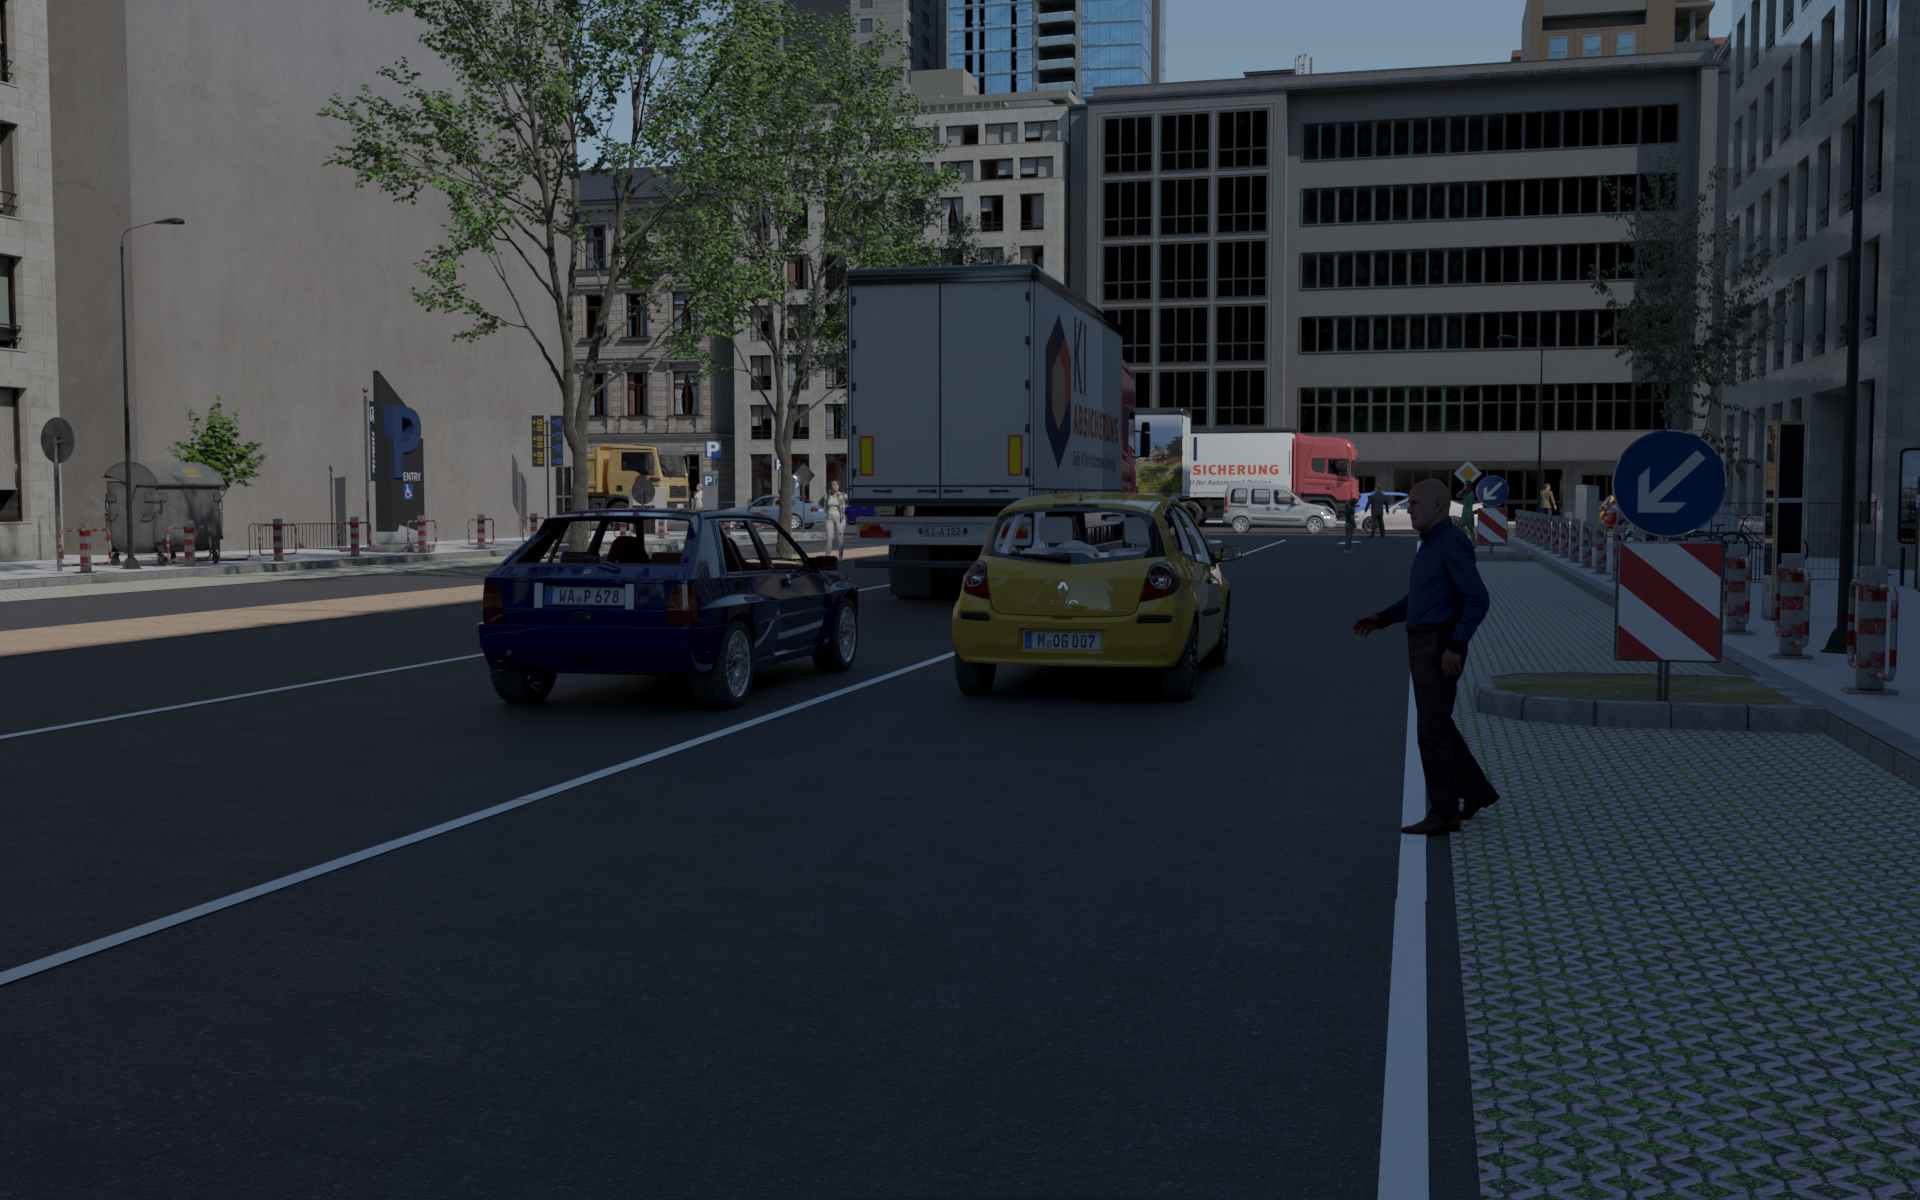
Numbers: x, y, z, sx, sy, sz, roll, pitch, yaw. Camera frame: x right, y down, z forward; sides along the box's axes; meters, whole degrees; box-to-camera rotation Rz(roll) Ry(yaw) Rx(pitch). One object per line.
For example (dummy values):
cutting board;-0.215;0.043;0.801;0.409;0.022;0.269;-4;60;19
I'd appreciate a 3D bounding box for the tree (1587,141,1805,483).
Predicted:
tree;15.121;-5.253;36.249;4.360;8.622;3.978;0;3;0

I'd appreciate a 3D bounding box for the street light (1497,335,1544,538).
street light;16.392;-4.776;50.635;1.470;5.913;1.316;1;4;15

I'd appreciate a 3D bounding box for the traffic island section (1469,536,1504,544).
traffic island section;14.981;-1.765;51.134;2.009;0.180;2.903;1;4;15

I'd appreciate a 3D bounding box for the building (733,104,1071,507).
building;-1.978;-14.416;90.457;16.860;20.320;10.420;1;4;15

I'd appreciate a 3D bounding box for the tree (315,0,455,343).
tree;-5.988;-6.042;27.005;9.928;11.665;9.643;0;3;0

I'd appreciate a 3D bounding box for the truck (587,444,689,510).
truck;-14.825;-4.452;68.720;9.791;3.379;3.469;1;4;17

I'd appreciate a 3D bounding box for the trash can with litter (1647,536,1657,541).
trash can with litter;17.583;-1.973;43.643;0.624;1.170;1.055;-1;4;-8

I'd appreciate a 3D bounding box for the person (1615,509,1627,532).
person;21.535;-2.900;56.249;0.599;1.781;0.374;1;4;22

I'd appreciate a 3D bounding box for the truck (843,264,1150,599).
truck;0.997;-2.318;26.813;2.839;4.237;11.283;1;4;13

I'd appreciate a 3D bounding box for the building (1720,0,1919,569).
building;22.902;-11.070;35.739;10.420;20.320;16.860;1;4;15

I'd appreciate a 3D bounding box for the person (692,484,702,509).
person;-9.440;-3.326;63.109;0.641;1.798;0.478;-2;4;-32

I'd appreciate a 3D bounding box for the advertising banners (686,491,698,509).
advertising banners;-13.603;-5.551;86.948;0.090;3.025;2.074;-3;4;-37

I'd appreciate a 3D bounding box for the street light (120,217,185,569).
street light;-13.659;-3.472;29.312;1.470;5.913;1.316;1;4;15

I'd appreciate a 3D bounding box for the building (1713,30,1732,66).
building;47.784;-17.174;78.054;25.104;27.353;12.463;1;4;15

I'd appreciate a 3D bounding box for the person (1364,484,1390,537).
person;13.770;-2.950;57.287;0.990;1.755;0.434;-1;4;-17

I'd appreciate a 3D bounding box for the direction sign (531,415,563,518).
direction sign;-11.861;-3.538;49.848;0.876;3.537;0.379;0;4;-5

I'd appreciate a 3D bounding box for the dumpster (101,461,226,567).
dumpster;-14.408;-1.566;31.370;1.264;1.857;1.865;1;4;15

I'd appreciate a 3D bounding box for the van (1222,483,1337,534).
van;11.675;-3.442;63.296;4.112;2.044;2.013;1;4;13

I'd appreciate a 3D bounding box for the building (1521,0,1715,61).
building;55.134;-30.432;147.671;14.600;45.320;14.200;1;4;15

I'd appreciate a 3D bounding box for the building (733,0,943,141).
building;-13.565;-47.039;207.344;20.611;71.187;20.563;1;4;15

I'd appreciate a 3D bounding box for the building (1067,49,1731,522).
building;21.194;-16.338;86.193;30.058;24.678;14.314;1;4;15

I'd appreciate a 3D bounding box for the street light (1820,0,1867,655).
street light;6.635;-2.535;13.988;1.470;5.913;1.316;1;4;15

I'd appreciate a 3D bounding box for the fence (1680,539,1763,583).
fence;9.957;-0.429;22.386;0.278;0.683;2.069;-1;4;-16

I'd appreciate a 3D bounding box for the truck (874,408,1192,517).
truck;2.082;-4.278;58.863;11.283;4.237;2.839;1;4;14

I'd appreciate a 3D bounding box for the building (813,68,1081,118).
building;0.269;-28.778;162.403;32.217;40.220;23.993;1;4;15

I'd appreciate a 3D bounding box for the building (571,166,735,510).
building;-20.132;-14.142;95.842;19.286;19.102;10.561;1;4;15

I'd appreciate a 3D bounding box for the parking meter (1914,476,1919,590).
parking meter;13.046;-0.908;23.260;0.372;1.533;0.369;0;3;0

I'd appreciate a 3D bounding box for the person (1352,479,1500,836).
person;1.976;0.232;7.396;0.600;1.496;0.574;2;4;24

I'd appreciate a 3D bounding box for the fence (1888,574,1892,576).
fence;13.859;-0.932;26.448;0.480;1.192;2.264;2;4;33

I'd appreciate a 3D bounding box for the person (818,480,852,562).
person;-2.642;-1.682;36.728;0.841;1.734;0.376;1;4;16

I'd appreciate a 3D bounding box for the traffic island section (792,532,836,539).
traffic island section;-5.115;-2.090;56.459;2.009;0.180;2.903;1;4;15

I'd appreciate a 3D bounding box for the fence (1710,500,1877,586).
fence;11.571;-0.800;24.286;2.264;1.192;0.480;0;4;-1

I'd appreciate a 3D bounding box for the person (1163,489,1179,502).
person;5.106;-1.914;42.007;0.590;1.554;0.614;2;4;25

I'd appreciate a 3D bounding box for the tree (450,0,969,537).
tree;-3.711;-6.639;36.757;9.928;11.665;9.643;0;3;0

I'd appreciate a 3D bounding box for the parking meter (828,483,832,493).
parking meter;-6.232;-4.804;84.259;0.255;1.863;0.399;-3;5;-45

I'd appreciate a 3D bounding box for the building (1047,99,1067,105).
building;14.151;-30.293;178.891;14.154;41.232;14.086;1;4;15

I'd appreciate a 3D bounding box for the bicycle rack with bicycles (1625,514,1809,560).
bicycle rack with bicycles;12.893;-1.040;30.382;2.852;0.926;2.925;-3;4;-36

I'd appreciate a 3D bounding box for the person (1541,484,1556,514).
person;22.973;-3.631;67.776;0.656;1.842;0.836;0;4;1

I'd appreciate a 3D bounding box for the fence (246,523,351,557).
fence;-13.479;-1.225;35.410;2.069;0.683;0.278;-1;4;-14

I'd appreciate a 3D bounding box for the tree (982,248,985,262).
tree;0.062;-6.048;51.711;4.360;8.622;3.978;0;3;0

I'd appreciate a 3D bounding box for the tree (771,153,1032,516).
tree;-1.183;-6.656;45.702;8.767;10.594;7.601;1;4;15

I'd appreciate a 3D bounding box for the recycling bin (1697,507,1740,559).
recycling bin;14.337;-1.236;32.763;0.722;1.027;0.722;2;4;26

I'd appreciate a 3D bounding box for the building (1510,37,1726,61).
building;63.983;-31.374;167.582;22.147;44.769;28.867;1;4;15

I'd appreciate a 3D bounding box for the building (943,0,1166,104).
building;11.161;-54.238;199.458;31.000;86.520;22.319;1;4;15

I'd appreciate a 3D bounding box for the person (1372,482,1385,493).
person;16.708;-3.747;69.125;0.648;1.900;0.474;-1;4;-13

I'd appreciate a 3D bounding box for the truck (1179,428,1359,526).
truck;12.123;-5.252;74.789;11.283;4.237;2.839;1;4;15

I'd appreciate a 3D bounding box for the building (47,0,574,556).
building;-30.989;-14.942;48.817;34.151;26.468;19.350;1;4;15

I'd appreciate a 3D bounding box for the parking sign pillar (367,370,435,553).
parking sign pillar;-12.429;-3.055;38.416;1.447;3.967;1.447;1;4;15

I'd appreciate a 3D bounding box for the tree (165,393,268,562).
tree;-14.163;-2.370;33.351;1.663;3.219;1.824;0;3;0

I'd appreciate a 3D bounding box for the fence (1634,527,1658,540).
fence;17.201;-1.616;41.799;0.278;0.683;2.069;-3;5;-40

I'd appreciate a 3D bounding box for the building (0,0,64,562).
building;-24.806;-10.518;26.715;10.420;20.320;16.860;1;4;15
